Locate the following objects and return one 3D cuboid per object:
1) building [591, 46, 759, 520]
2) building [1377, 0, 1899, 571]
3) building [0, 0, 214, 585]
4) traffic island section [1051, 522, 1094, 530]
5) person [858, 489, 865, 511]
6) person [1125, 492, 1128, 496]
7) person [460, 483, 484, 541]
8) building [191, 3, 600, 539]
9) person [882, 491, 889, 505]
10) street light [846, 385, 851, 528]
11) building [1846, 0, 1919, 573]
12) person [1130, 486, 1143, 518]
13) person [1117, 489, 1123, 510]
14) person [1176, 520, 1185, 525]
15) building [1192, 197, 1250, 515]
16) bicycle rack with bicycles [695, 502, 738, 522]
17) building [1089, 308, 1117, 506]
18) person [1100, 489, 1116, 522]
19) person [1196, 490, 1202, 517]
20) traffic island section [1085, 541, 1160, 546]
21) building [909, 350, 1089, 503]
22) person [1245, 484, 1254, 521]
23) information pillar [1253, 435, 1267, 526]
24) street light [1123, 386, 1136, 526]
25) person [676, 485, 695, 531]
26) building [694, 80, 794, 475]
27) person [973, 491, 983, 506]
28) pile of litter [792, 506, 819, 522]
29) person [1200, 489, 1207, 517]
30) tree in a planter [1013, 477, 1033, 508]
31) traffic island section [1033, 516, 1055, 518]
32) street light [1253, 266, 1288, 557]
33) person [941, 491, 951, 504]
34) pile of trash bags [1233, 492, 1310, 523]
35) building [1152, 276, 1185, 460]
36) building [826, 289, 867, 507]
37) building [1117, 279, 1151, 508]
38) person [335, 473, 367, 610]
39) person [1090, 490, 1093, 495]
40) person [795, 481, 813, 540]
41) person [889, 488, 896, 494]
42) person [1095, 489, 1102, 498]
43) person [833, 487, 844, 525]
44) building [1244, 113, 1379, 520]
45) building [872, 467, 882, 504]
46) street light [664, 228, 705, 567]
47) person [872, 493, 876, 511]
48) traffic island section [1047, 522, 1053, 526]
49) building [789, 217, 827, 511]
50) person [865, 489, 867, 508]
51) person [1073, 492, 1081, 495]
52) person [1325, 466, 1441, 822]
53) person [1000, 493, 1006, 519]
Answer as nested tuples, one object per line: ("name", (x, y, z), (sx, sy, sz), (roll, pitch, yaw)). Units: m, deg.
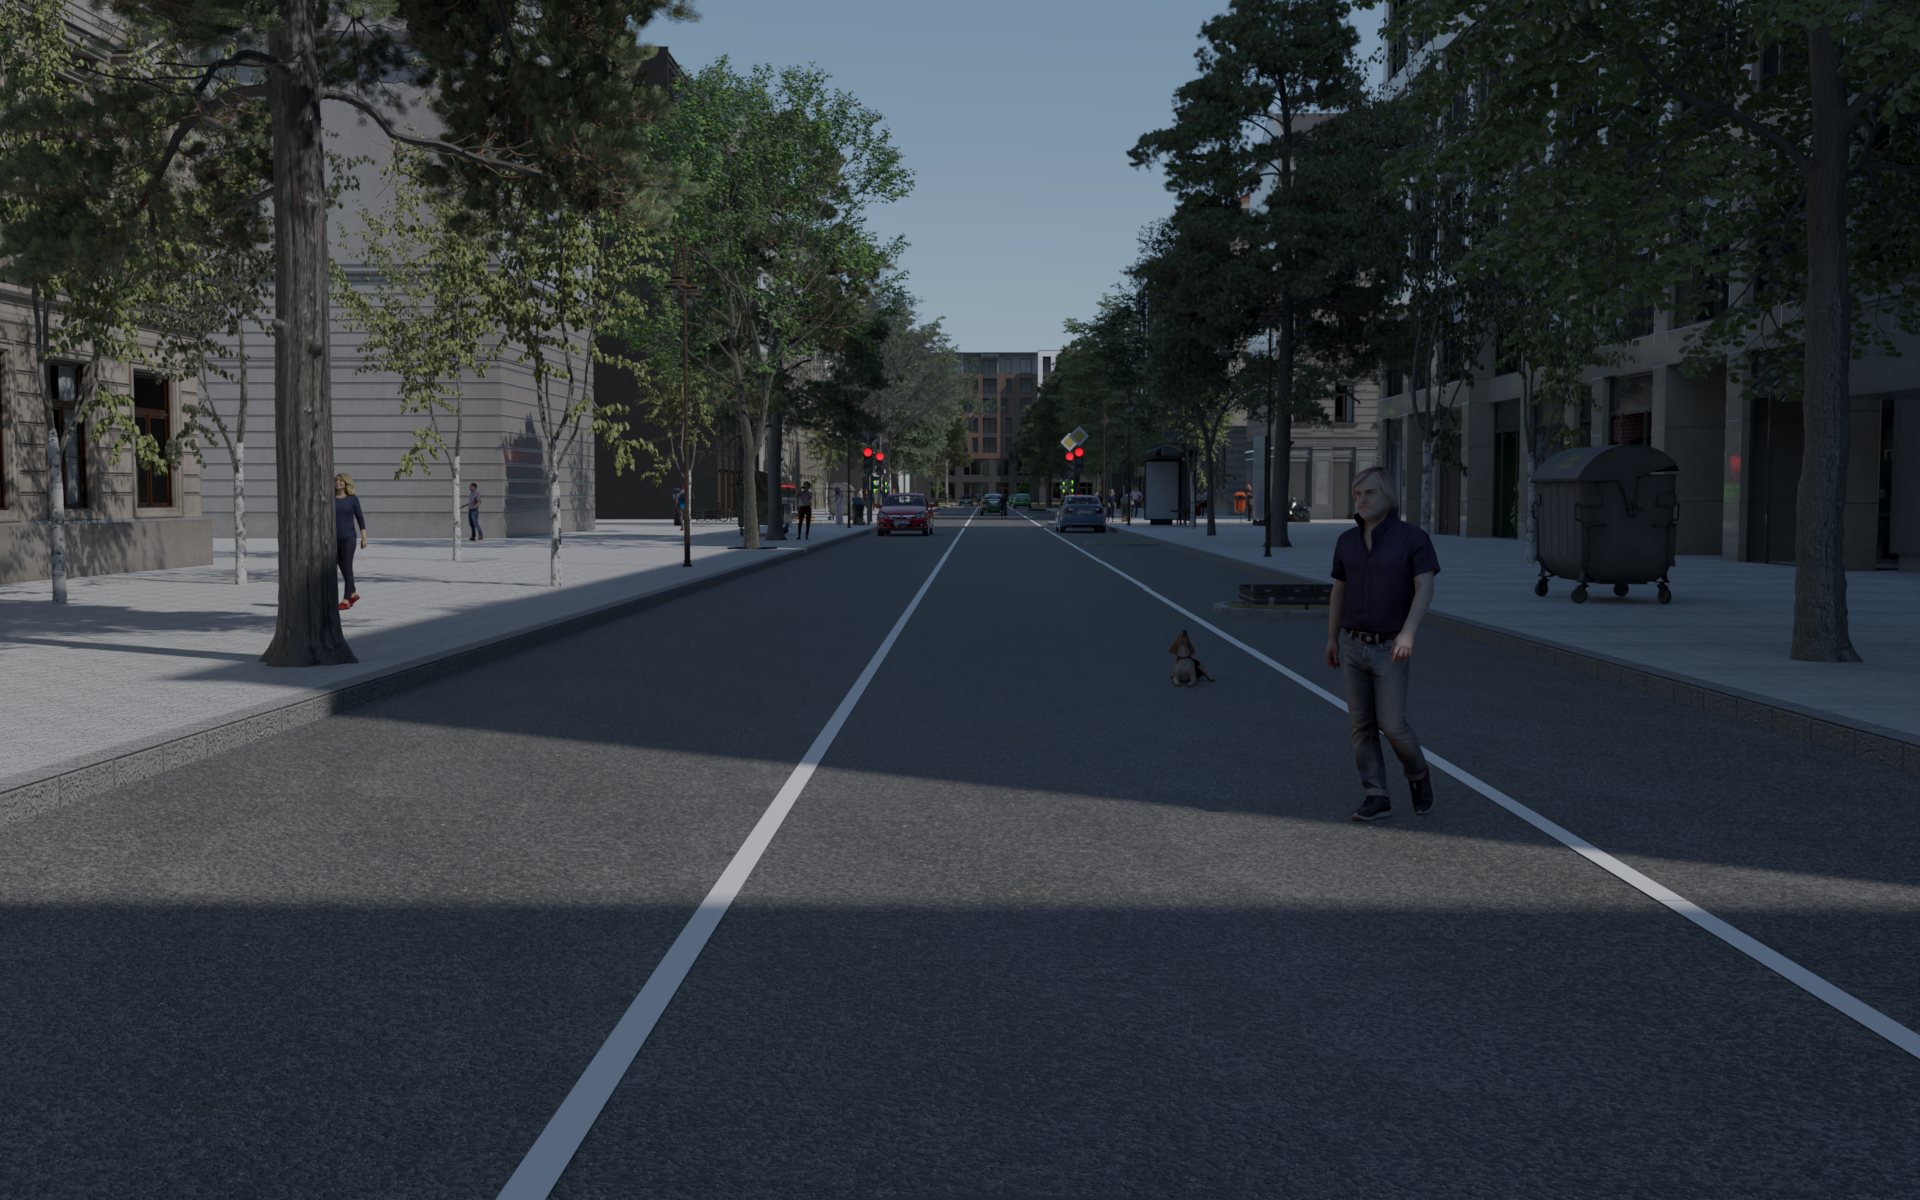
("building", (-18.163, -16.180, 94.222), (12.332, 23.373, 15.834), (0, 4, 1))
("building", (24.452, -14.705, 44.939), (19.350, 26.468, 34.151), (0, 4, 1))
("building", (-18.344, -9.610, 21.746), (10.561, 19.102, 19.286), (0, 4, 1))
("traffic island section", (4.870, -2.973, 70.886), (2.009, 0.180, 2.903), (0, 4, 1))
("person", (-7.624, -7.740, 133.533), (0.436, 1.711, 0.756), (-1, 4, -17))
("person", (15.760, -9.405, 162.997), (0.628, 1.438, 0.799), (-3, 5, -39))
("person", (-13.190, -2.380, 46.918), (0.435, 1.587, 0.963), (-3, 5, -44))
("building", (-24.612, -13.058, 55.305), (24.055, 21.916, 13.314), (0, 4, 1))
("person", (-3.852, -5.007, 88.611), (0.576, 1.737, 0.504), (0, 4, -7))
("street light", (-4.191, -5.652, 65.200), (0.468, 5.910, 1.993), (0, 4, 1))
("building", (20.646, -11.862, 13.003), (14.314, 24.678, 30.058), (0, 4, 1))
("person", (9.572, -5.358, 94.582), (0.756, 1.711, 0.436), (2, 4, 24))
("person", (13.210, -8.338, 143.050), (0.565, 1.739, 0.600), (1, 4, 10))
("person", (9.100, -3.732, 72.708), (0.799, 1.438, 0.628), (0, 4, -5))
("building", (21.174, -16.915, 112.713), (11.583, 22.565, 21.152), (0, 4, 1))
("bicycle rack with bicycles", (-11.017, -4.074, 79.990), (2.925, 0.926, 2.852), (1, 4, 23))
("building", (30.592, -22.116, 205.567), (27.936, 21.610, 32.646), (0, 4, 1))
("person", (6.847, -4.295, 78.804), (0.480, 1.512, 0.613), (-2, 4, -34))
("person", (13.633, -5.540, 99.081), (0.387, 1.526, 0.523), (-1, 4, -9))
("traffic island section", (4.524, -1.574, 48.595), (1.991, 0.108, 1.994), (0, 4, 1))
("building", (9.104, -25.427, 259.705), (32.646, 21.610, 27.936), (0, 4, 1))
("person", (13.640, -4.570, 81.450), (0.565, 1.739, 0.600), (1, 4, 13))
("information pillar", (12.139, -4.808, 69.930), (0.184, 3.620, 1.656), (0, 4, -6))
("street light", (6.877, -5.969, 70.377), (0.468, 5.910, 1.993), (0, 4, 1))
("person", (-9.632, -3.225, 60.637), (0.647, 1.594, 0.662), (-1, 4, -22))
("building", (-18.367, -20.006, 112.997), (13.634, 28.700, 20.117), (0, 4, 1))
("person", (2.128, -11.781, 201.104), (1.348, 1.826, 0.705), (1, 4, 23))
("pile of litter", (-7.223, -4.071, 80.524), (1.719, 0.858, 1.176), (-1, 4, -20))
("person", (13.856, -5.492, 98.042), (0.614, 1.554, 0.590), (-1, 4, -19))
("tree in a planter", (6.560, -11.215, 180.583), (1.991, 3.239, 1.994), (0, 4, 1))
("traffic island section", (5.366, -4.934, 103.532), (1.991, 0.108, 1.994), (0, 4, 1))
("street light", (6.286, -3.817, 35.199), (0.468, 5.910, 1.993), (0, 4, 1))
("person", (-1.805, -13.302, 224.242), (1.217, 1.735, 0.721), (0, 4, 6))
("pile of trash bags", (14.078, -4.209, 78.572), (3.447, 1.369, 1.912), (0, 4, -4))
("building", (23.717, -19.522, 138.259), (14.314, 24.678, 30.058), (0, 4, 1))
("building", (-24.047, -19.990, 170.815), (27.936, 21.610, 32.646), (0, 4, 1))
("building", (31.226, -20.122, 172.968), (27.936, 21.610, 32.646), (0, 4, 1))
("person", (-6.881, -0.659, 19.355), (0.480, 1.512, 0.613), (-1, 4, -19))
("person", (15.322, -11.886, 201.293), (0.530, 1.710, 0.541), (3, 5, 44))
("person", (-4.378, -2.529, 48.854), (0.517, 1.644, 0.566), (3, 5, 41))
("person", (-3.969, -5.792, 102.205), (0.566, 1.644, 0.517), (-3, 4, -38))
("person", (8.513, -6.102, 107.676), (0.662, 1.594, 0.647), (2, 4, 26))
("person", (-5.333, -4.089, 76.022), (0.551, 1.740, 0.621), (1, 4, 21))
("building", (24.545, -14.741, 90.165), (18.267, 20.994, 9.793), (0, 4, 1))
("building", (-25.870, -21.306, 214.818), (31.486, 18.905, 16.747), (0, 4, 1))
("street light", (-4.811, -3.523, 30.389), (0.468, 5.910, 1.993), (0, 4, 1))
("person", (-6.700, -7.679, 134.284), (0.600, 1.496, 0.574), (3, 5, 42))
("traffic island section", (4.993, -3.461, 78.870), (2.009, 0.180, 2.903), (0, 4, 1))
("building", (-19.262, -18.660, 138.378), (16.112, 22.955, 30.059), (0, 4, 1))
("person", (-8.585, -9.446, 161.207), (0.721, 1.743, 1.217), (0, 4, -6))
("person", (8.503, -7.231, 124.817), (0.990, 1.755, 0.434), (-2, 4, -32))
("person", (1.916, 0.190, 7.602), (0.471, 1.553, 0.569), (-1, 4, -10))
("person", (2.524, -5.448, 100.109), (0.480, 1.512, 0.613), (-3, 4, -36))
